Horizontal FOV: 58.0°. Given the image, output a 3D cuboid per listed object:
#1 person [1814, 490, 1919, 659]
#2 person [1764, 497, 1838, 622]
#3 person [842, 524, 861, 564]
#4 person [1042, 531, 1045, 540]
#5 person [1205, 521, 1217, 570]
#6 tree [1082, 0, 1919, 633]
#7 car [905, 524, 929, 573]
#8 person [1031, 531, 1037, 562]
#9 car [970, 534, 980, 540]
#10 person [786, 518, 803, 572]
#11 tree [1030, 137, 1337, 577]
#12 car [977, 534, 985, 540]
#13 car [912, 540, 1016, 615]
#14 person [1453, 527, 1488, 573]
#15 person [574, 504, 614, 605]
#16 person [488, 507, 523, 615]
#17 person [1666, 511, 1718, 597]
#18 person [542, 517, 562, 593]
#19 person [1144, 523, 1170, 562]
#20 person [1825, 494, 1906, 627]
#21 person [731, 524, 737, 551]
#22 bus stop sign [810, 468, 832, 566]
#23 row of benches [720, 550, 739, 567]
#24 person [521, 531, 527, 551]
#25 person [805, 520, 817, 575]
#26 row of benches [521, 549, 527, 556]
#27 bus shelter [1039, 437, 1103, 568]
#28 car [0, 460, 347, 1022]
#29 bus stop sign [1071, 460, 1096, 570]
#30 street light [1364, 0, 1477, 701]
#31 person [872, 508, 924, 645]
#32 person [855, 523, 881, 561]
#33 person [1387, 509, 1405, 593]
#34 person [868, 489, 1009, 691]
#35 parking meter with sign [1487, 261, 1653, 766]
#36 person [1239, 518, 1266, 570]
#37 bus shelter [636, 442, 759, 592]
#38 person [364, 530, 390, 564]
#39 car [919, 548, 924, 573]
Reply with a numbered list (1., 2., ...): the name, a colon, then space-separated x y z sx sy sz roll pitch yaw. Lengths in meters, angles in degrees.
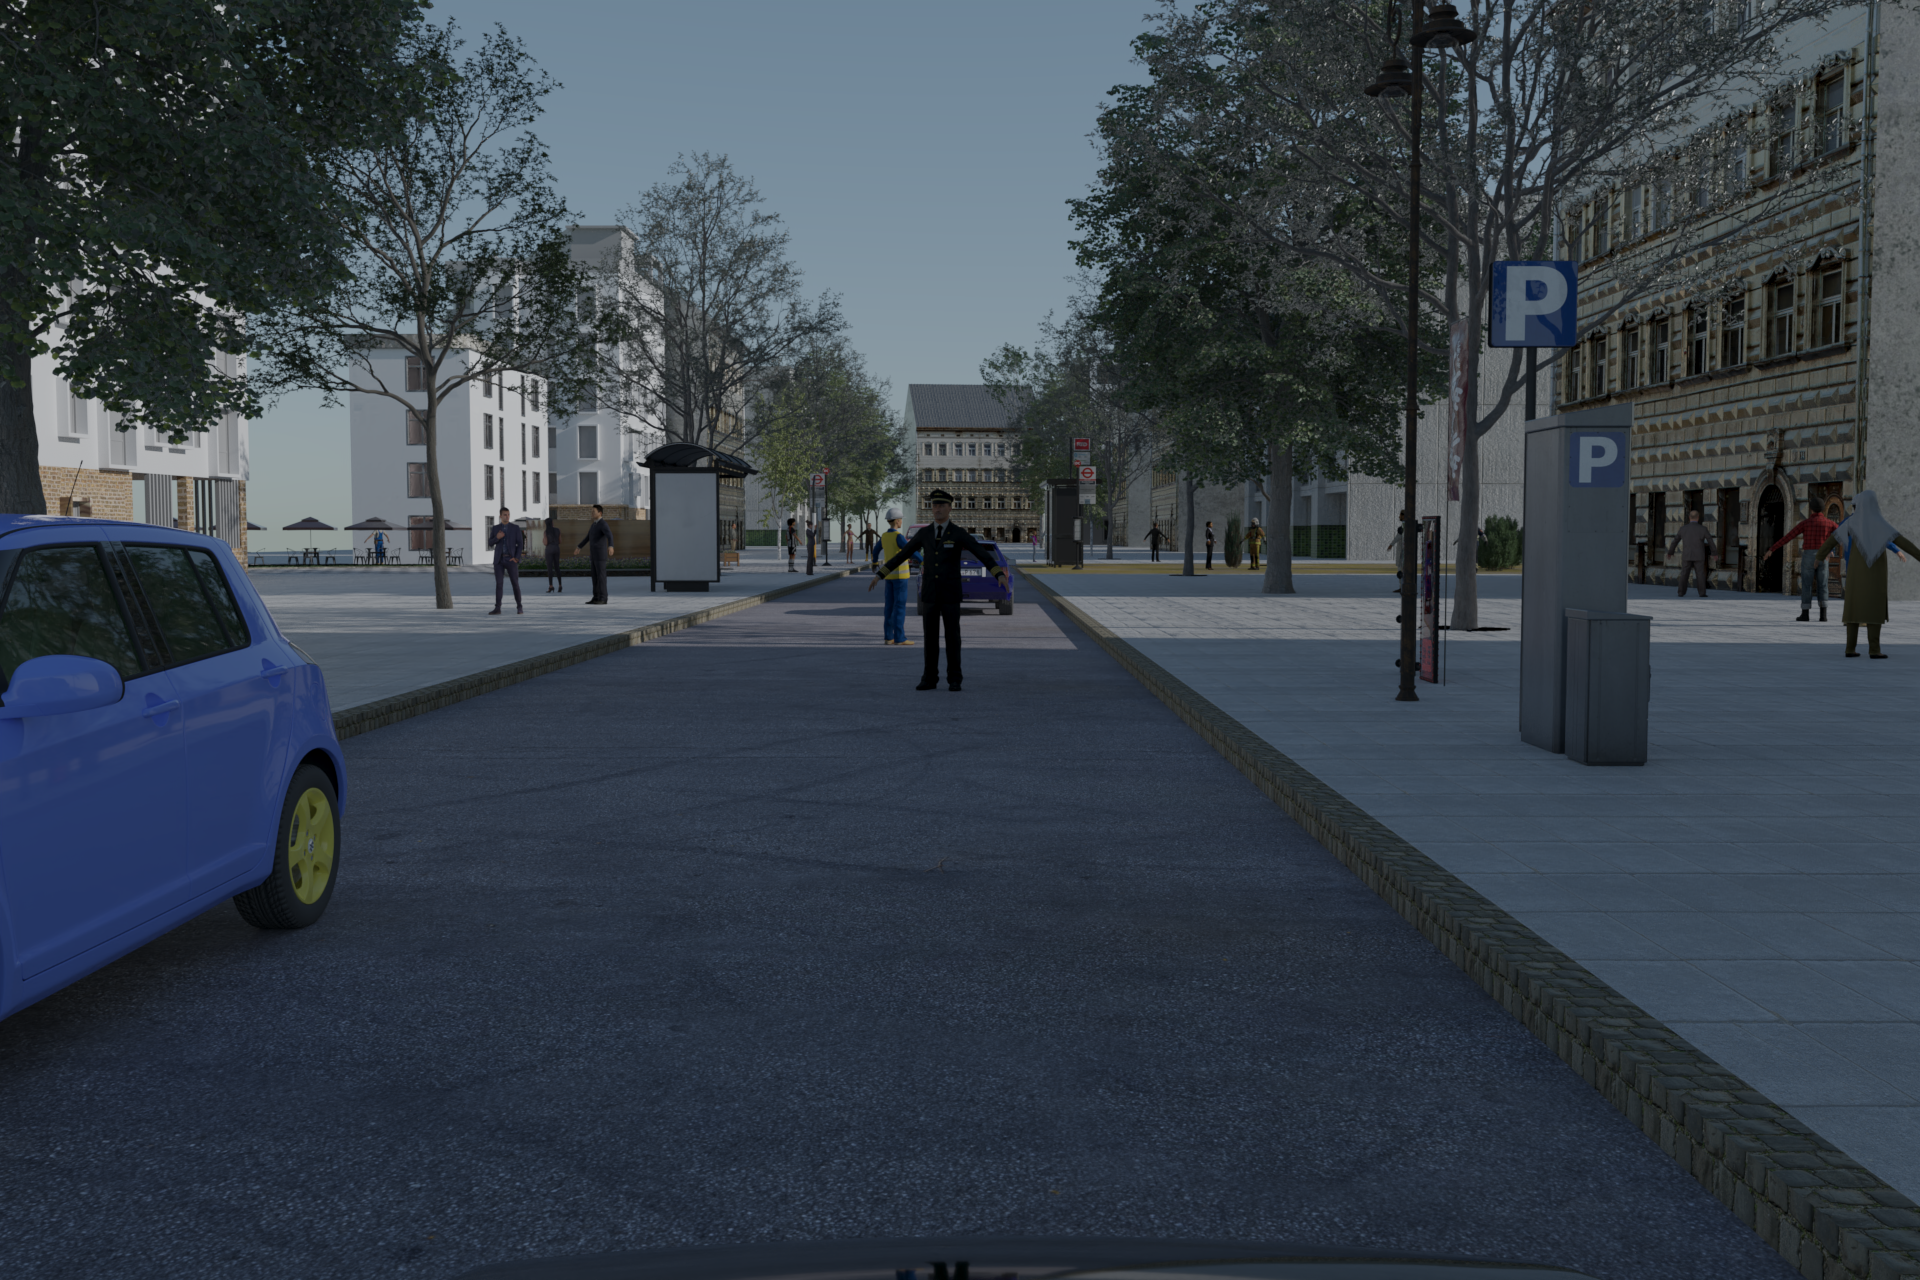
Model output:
1. person: 9.425 -0.682 17.932 0.721 1.736 1.217 -2 4 -35
2. person: 12.529 -1.179 25.388 1.345 1.816 0.704 1 4 13
3. person: -4.708 -4.167 74.935 0.721 1.733 1.217 3 4 38
4. person: 4.698 -5.240 91.853 0.705 1.806 1.347 3 5 40
5. person: 8.989 -3.374 61.879 0.721 1.740 1.216 1 4 20
6. tree: 6.887 -6.872 22.728 12.009 13.543 11.850 0 3 0
7. car: -1.116 -3.297 62.585 2.281 1.827 5.304 0 3 0
8. person: 3.474 -4.288 79.372 0.599 1.433 0.991 0 4 4
9. car: 0.604 -6.382 116.144 2.131 1.459 4.920 0 4 1
10. person: -5.617 -3.180 58.139 0.704 1.843 1.345 -2 4 -25
11. tree: 7.122 -8.691 52.467 12.009 13.543 11.850 0 3 0
12. car: 1.099 -7.035 125.249 2.015 1.641 3.980 0 4 1
13. car: 0.081 -1.184 31.939 1.945 1.354 3.894 0 4 0
14. person: 16.917 -3.148 57.241 0.705 1.856 1.354 -3 4 -36
15. person: -6.617 -1.560 31.557 0.704 1.823 1.345 -3 5 -40
16. person: -7.254 -1.265 27.643 0.541 1.710 0.530 1 4 9
17. person: 14.926 -1.755 35.291 0.990 1.755 0.434 3 4 36
18. person: -8.943 -1.862 37.962 0.415 1.643 0.593 0 4 5
19. person: 9.015 -4.496 79.734 1.346 1.802 0.704 2 4 34
20. person: 12.478 -1.109 24.006 0.705 1.842 1.347 -1 4 -18
21. person: -11.311 -4.917 86.656 0.705 1.796 1.348 0 4 -3
22. bus stop sign: -5.599 -4.958 69.761 0.855 3.939 0.416 0 4 0
23. row of benches: -9.932 -3.336 70.014 1.422 0.672 4.104 -2 4 -29
24. person: -19.731 -4.397 78.075 0.705 1.806 1.347 0 4 6
25. person: -4.557 -2.876 53.871 0.445 1.727 0.742 -3 5 -42
26. row of benches: -18.297 -3.614 74.553 1.422 0.672 4.104 2 4 26
27. bus shelter: 4.340 -5.620 69.512 2.179 5.291 8.768 0 3 0
28. car: -3.202 0.278 5.041 1.945 1.707 3.694 0 4 1
29. bus stop sign: 4.450 -4.507 62.386 0.855 3.939 0.416 0 4 0
30. street light: 3.449 -2.470 13.180 0.468 5.910 1.993 0 4 0
31. person: -0.772 -0.827 22.437 0.721 1.772 1.216 -3 5 -40
32. person: -4.250 -4.597 81.304 1.346 1.812 0.704 0 4 2
33. person: 9.700 -1.948 37.933 0.704 1.819 1.344 2 4 35
34. person: -0.177 -0.459 15.889 1.347 1.837 0.705 1 4 17
35. parking meter with sign: 3.654 -0.860 10.325 0.543 3.016 1.738 0 4 0
36. person: 10.491 -3.425 61.763 0.705 1.858 1.354 -2 4 -33
37. bus shelter: -6.082 -2.869 40.827 2.014 3.302 5.546 0 4 1
38. person: -24.002 -4.013 71.465 0.705 1.847 1.347 2 4 28
39. car: -0.377 -2.902 56.241 1.959 1.807 4.718 0 4 1
